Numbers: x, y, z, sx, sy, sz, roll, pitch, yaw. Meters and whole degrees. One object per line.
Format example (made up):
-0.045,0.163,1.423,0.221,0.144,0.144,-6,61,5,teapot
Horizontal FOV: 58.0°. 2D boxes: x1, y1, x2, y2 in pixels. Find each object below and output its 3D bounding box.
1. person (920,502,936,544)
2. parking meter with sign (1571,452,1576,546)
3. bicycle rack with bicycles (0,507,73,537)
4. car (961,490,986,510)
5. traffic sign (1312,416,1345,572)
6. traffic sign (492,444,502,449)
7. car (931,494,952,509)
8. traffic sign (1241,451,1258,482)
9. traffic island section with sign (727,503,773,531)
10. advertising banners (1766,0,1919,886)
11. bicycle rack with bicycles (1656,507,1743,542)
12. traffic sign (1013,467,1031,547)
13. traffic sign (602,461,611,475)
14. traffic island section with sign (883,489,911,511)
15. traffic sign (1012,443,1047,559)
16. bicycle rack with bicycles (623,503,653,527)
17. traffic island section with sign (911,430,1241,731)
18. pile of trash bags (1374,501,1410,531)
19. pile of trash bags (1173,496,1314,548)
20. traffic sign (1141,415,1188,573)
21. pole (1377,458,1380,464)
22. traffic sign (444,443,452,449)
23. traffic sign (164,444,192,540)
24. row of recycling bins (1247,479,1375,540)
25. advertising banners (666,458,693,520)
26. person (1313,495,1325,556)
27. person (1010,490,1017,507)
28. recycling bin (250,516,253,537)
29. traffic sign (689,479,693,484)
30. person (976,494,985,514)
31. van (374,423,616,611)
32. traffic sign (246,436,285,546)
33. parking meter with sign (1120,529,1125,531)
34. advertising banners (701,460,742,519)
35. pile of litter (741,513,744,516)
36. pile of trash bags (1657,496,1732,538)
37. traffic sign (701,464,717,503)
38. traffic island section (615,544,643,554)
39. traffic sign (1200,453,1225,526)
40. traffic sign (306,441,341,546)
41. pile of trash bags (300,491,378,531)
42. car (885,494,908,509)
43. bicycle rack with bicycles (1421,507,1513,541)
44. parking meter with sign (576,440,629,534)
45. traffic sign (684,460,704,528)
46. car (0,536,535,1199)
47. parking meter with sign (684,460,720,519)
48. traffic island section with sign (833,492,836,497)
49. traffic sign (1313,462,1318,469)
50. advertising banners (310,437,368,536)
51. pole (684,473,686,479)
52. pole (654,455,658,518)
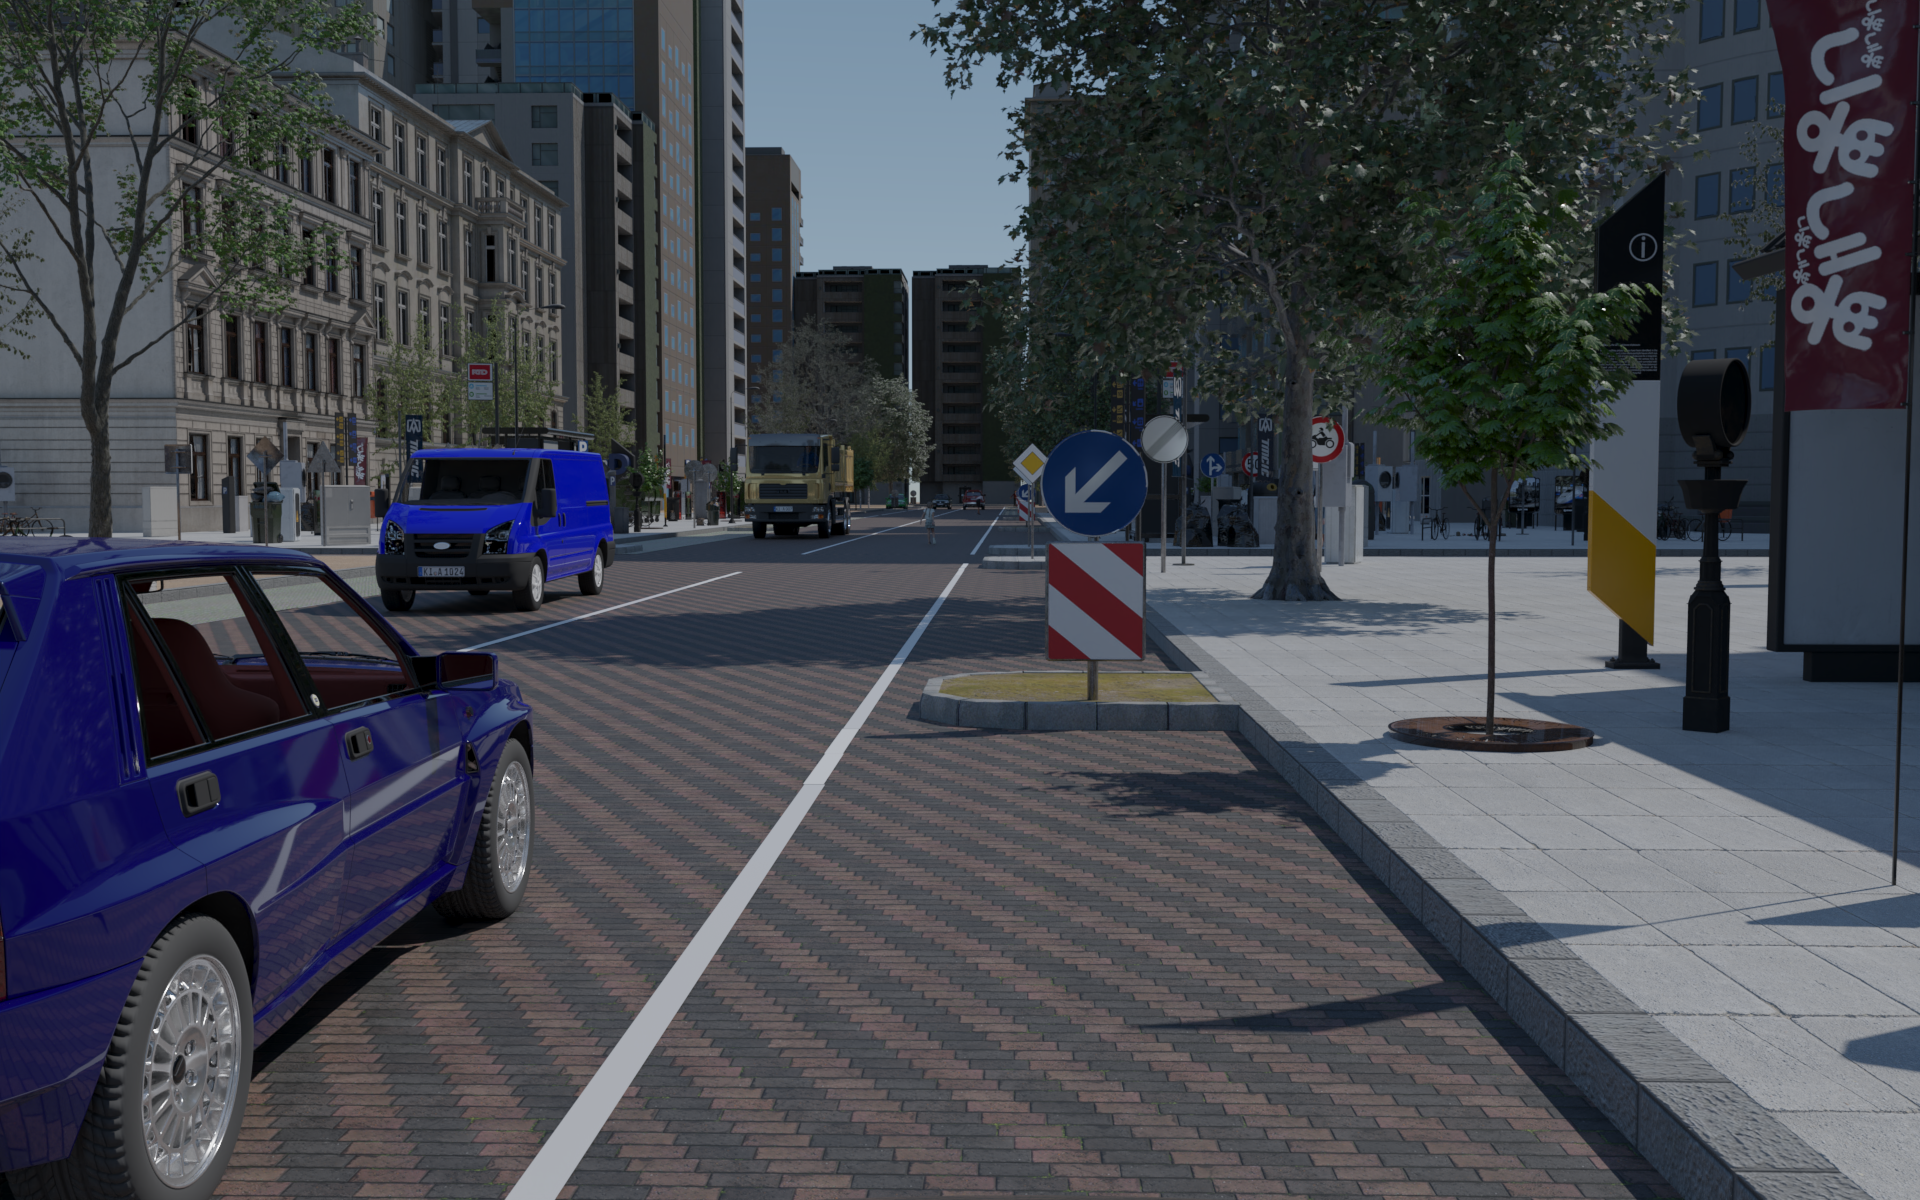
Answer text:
-0.914,-2.201,49.499,0.505,1.210,0.382,1,4,12,person
15.937,-2.832,42.563,1.738,3.016,0.543,2,4,34,parking meter with sign
-26.212,-2.090,47.556,2.852,0.926,2.925,2,4,27,bicycle rack with bicycles
1.261,-9.200,159.093,2.281,1.827,5.304,0,3,0,car
5.907,-1.730,28.397,0.768,2.556,0.104,1,4,9,traffic sign
-9.212,-1.889,34.520,0.795,2.450,0.064,0,4,2,traffic sign
-1.714,-9.412,163.672,2.009,1.686,4.222,0,4,3,car
8.781,-3.158,51.736,0.768,2.556,0.104,0,4,7,traffic sign
-7.893,-3.579,67.145,1.989,1.847,2.006,0,4,2,traffic island section with sign
3.576,-0.572,5.548,2.074,3.025,0.090,0,4,5,advertising banners
19.915,-2.088,47.517,2.925,0.926,2.852,-2,4,-31,bicycle rack with bicycles
1.676,-2.355,42.150,0.795,2.450,0.064,0,4,2,traffic sign
-8.963,-2.377,42.501,0.795,2.450,0.064,0,4,2,traffic sign
-5.430,-8.398,145.927,1.989,1.847,2.006,0,4,2,traffic island section with sign
1.427,-1.867,34.169,0.795,2.450,0.064,0,4,2,traffic sign
-13.444,-3.299,67.323,2.925,0.926,2.852,-1,4,-8,bicycle rack with bicycles
0.747,-0.174,11.465,1.989,1.847,2.006,0,4,2,traffic island section with sign
14.930,-3.161,61.438,1.912,1.369,3.447,0,4,6,pile of trash bags
6.899,-1.987,42.243,3.447,1.369,1.912,1,4,10,pile of trash bags
3.318,-1.717,28.180,0.768,2.556,0.104,0,4,3,traffic sign
23.359,-6.296,96.775,0.158,3.312,0.155,0,3,0,pole
-12.950,-2.680,43.826,0.884,2.594,0.081,1,4,8,traffic sign
-16.069,-2.048,35.614,0.606,2.300,0.079,1,4,9,traffic sign
9.857,-2.547,48.748,3.534,1.692,1.069,0,4,0,row of recycling bins
-13.876,-5.452,85.332,0.090,3.025,2.074,2,4,33,advertising banners
7.575,-1.683,36.044,0.654,1.822,0.581,0,4,0,person
6.099,-11.153,190.812,1.348,1.831,0.705,-2,4,-27,person
-20.787,-2.410,51.951,0.722,1.027,0.722,3,4,36,recycling bin
-14.230,-5.683,93.029,0.768,2.556,0.104,0,4,8,traffic sign
1.426,-6.732,121.751,0.628,1.438,0.799,0,4,1,person
-6.074,-1.136,22.966,2.240,2.365,5.245,0,4,1,van
-13.778,-2.030,34.373,0.795,2.450,0.064,0,4,6,traffic sign
5.060,-3.904,60.087,0.543,3.016,1.738,-3,4,-39,parking meter with sign
-12.276,-5.690,89.221,2.074,3.025,0.090,-1,4,-14,advertising banners
-12.209,-5.232,99.504,1.176,0.858,1.719,0,4,0,pile of litter
21.097,-2.543,51.330,3.447,1.369,1.912,2,4,31,pile of trash bags
-10.496,-4.412,72.245,0.768,2.556,0.104,0,4,5,traffic sign
-8.987,-1.241,42.564,2.009,0.180,2.903,0,4,2,traffic island section
7.882,-3.302,54.101,0.768,2.556,0.104,0,4,6,traffic sign
-15.559,-2.589,42.331,0.884,2.594,0.081,0,4,7,traffic sign
-21.400,-3.068,59.910,3.447,1.369,1.912,2,4,25,pile of trash bags
-5.482,-8.663,150.442,1.959,1.807,4.718,0,4,1,car
14.074,-2.130,48.212,2.852,0.926,2.925,2,4,24,bicycle rack with bicycles
-11.553,-3.664,56.165,1.738,3.016,0.543,1,4,23,parking meter with sign
-9.959,-3.961,64.873,0.768,2.556,0.104,0,4,4,traffic sign
-2.355,0.483,4.690,1.945,1.354,3.894,0,4,0,car
-13.015,-5.585,87.571,1.738,3.016,0.543,1,4,17,parking meter with sign
-7.047,-5.227,94.087,1.989,1.847,2.006,0,4,2,traffic island section with sign
6.030,-1.732,30.452,0.606,2.300,0.079,1,4,10,traffic sign
-19.089,-3.493,53.306,2.074,3.025,0.090,1,4,16,advertising banners
-17.271,-7.058,109.244,0.158,3.312,0.155,0,3,0,pole
-16.009,-5.965,91.364,0.158,3.312,0.155,0,3,0,pole
